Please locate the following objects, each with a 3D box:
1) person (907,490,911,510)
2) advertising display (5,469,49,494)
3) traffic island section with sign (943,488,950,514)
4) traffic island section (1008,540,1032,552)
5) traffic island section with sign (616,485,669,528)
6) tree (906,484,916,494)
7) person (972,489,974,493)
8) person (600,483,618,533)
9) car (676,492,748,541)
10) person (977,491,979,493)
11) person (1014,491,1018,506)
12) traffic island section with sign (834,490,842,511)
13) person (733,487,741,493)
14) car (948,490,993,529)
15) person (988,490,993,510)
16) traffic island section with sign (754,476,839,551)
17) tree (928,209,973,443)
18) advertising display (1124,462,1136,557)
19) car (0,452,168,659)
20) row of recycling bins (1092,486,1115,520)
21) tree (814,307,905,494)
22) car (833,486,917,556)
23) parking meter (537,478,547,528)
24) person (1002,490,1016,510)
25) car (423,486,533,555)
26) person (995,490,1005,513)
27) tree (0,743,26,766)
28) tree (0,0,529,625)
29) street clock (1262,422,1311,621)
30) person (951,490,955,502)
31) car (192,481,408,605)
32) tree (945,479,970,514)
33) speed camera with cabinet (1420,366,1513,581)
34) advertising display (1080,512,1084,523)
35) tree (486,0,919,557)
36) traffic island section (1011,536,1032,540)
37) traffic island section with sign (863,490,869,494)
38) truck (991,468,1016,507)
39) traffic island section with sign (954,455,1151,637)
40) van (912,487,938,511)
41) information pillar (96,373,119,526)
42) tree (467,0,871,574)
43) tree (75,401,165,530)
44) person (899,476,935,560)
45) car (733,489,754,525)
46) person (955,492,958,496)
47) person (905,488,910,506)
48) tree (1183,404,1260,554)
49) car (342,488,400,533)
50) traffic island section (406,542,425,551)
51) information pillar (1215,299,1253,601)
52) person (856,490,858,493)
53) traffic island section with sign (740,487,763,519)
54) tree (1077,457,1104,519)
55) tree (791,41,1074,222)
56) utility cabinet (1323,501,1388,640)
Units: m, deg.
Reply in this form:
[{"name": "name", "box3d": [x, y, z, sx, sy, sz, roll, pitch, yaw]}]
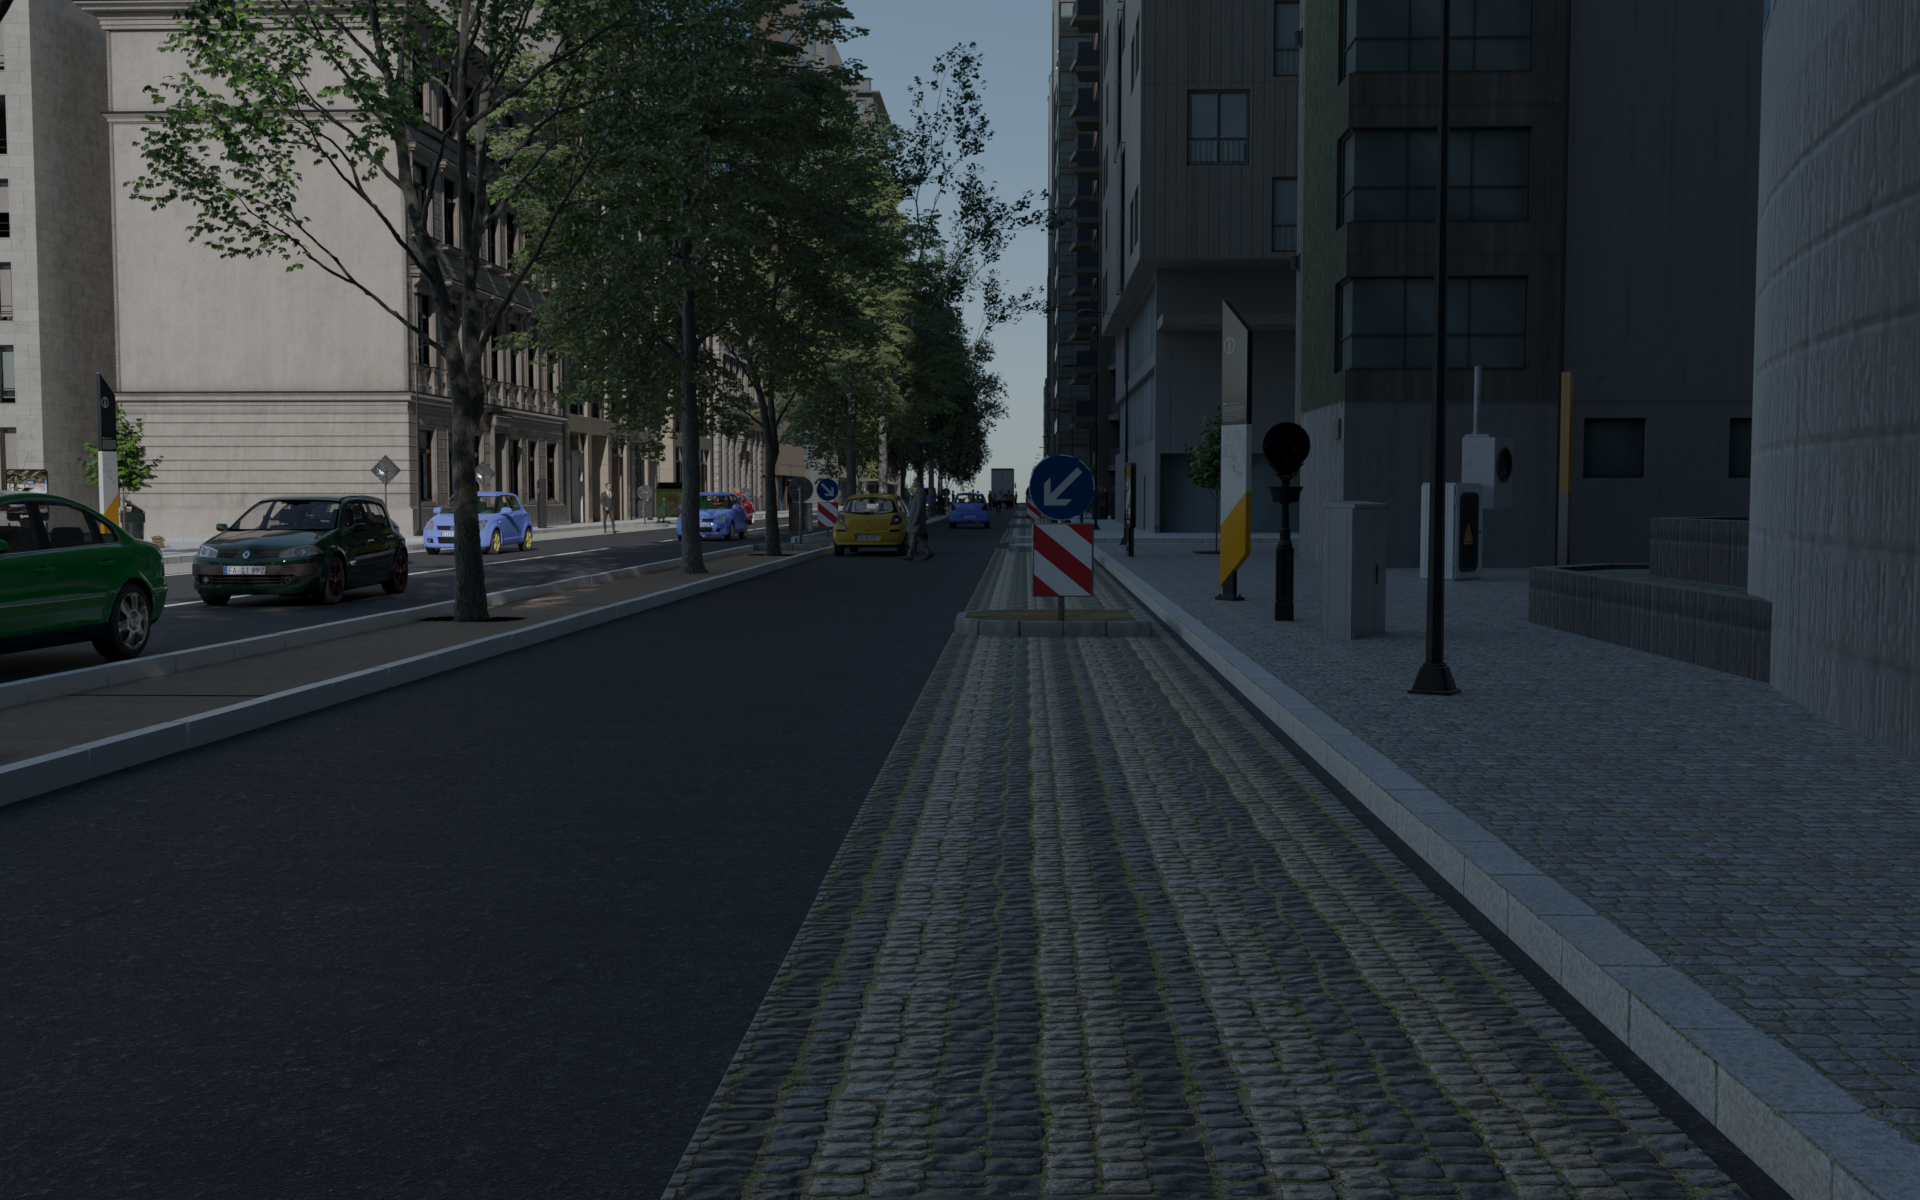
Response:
[{"name": "person", "box3d": [-3.952, -7.421, 130.504, 0.551, 1.740, 0.621, 1, 4, 16]}, {"name": "advertising display", "box3d": [-23.979, -2.405, 44.543, 0.974, 1.923, 0.123, -2, 4, -29]}, {"name": "traffic island section with sign", "box3d": [-1.064, -7.259, 126.818, 2.006, 1.907, 1.989, 0, 4, 2]}, {"name": "traffic island section", "box3d": [2.231, -1.319, 43.852, 2.009, 0.180, 2.903, 0, 4, 2]}, {"name": "traffic island section with sign", "box3d": [-13.626, -4.033, 74.569, 1.989, 1.847, 2.006, 0, 4, 2]}, {"name": "tree", "box3d": [-8.891, -17.922, 287.624, 1.663, 3.219, 1.824, 0, 3, 0]}, {"name": "person", "box3d": [1.031, -7.836, 136.621, 1.348, 1.824, 0.705, 0, 4, 1]}, {"name": "person", "box3d": [-12.792, -3.361, 63.229, 0.659, 1.850, 0.755, -3, 4, -38]}, {"name": "car", "box3d": [-7.720, -2.717, 54.011, 1.945, 1.707, 3.694, 0, 4, 3]}, {"name": "person", "box3d": [1.437, -8.477, 147.815, 0.721, 1.735, 1.217, 1, 4, 15]}, {"name": "person", "box3d": [6.979, -12.731, 216.590, 0.705, 1.831, 1.348, -1, 4, -18]}, {"name": "traffic island section with sign", "box3d": [-10.716, -8.763, 151.905, 1.989, 1.847, 2.006, 0, 4, 2]}, {"name": "person", "box3d": [-12.648, -5.478, 98.042, 0.580, 1.828, 0.573, 1, 4, 17]}, {"name": "car", "box3d": [0.431, -3.900, 73.362, 1.945, 1.707, 3.694, 0, 4, 2]}, {"name": "person", "box3d": [2.723, -8.902, 154.592, 0.434, 1.755, 0.990, 2, 4, 24]}, {"name": "traffic island section with sign", "box3d": [-4.163, -2.214, 44.330, 2.006, 1.907, 1.989, 0, 4, 2]}, {"name": "tree", "box3d": [-3.462, -8.289, 56.106, 7.486, 12.596, 7.792, 0, 3, 0]}, {"name": "advertising display", "box3d": [3.518, -1.870, 35.786, 0.123, 1.923, 0.974, 0, 4, -2]}, {"name": "car", "box3d": [-8.120, -0.301, 13.721, 1.959, 1.807, 4.718, 0, 4, 2]}, {"name": "row of recycling bins", "box3d": [8.370, -4.887, 87.012, 3.534, 1.692, 1.069, 1, 4, 13]}, {"name": "tree", "box3d": [-3.683, -6.705, 62.439, 4.737, 8.622, 4.395, 0, 3, 0]}, {"name": "car", "box3d": [-1.987, -1.923, 41.669, 2.015, 1.641, 3.980, 0, 4, 4]}, {"name": "parking meter", "box3d": [-15.635, -3.612, 64.762, 0.255, 1.863, 0.399, -2, 4, -31]}, {"name": "person", "box3d": [4.334, -8.925, 154.521, 1.348, 1.812, 0.705, -1, 4, -15]}, {"name": "car", "box3d": [-11.708, -1.990, 42.121, 1.945, 1.707, 3.694, 0, 4, 4]}, {"name": "person", "box3d": [3.029, -7.487, 131.857, 0.756, 1.711, 0.436, 0, 3, 0]}, {"name": "tree", "box3d": [-5.729, -4.933, 8.865, 9.928, 11.665, 9.643, 0, 3, 0]}, {"name": "tree", "box3d": [-5.599, -5.568, 19.248, 9.928, 11.665, 9.643, 0, 3, 0]}, {"name": "street clock", "box3d": [3.290, -0.792, 17.519, 0.471, 2.002, 0.358, 0, 4, 8]}, {"name": "person", "box3d": [-0.641, -9.706, 167.125, 0.705, 1.831, 1.348, 1, 4, 9]}, {"name": "car", "box3d": [-8.920, -0.848, 23.656, 2.009, 1.686, 4.222, 0, 4, 0]}, {"name": "tree", "box3d": [-0.906, -10.558, 125.437, 4.360, 8.622, 3.978, 0, 3, 0]}, {"name": "speed camera with cabinet", "box3d": [7.709, -1.952, 26.258, 0.660, 3.252, 2.038, 3, 5, 41]}, {"name": "advertising display", "box3d": [4.441, -3.547, 63.215, 0.123, 1.923, 0.974, 0, 3, 0]}, {"name": "tree", "box3d": [-4.419, -6.821, 39.740, 9.928, 11.665, 9.643, 0, 3, 0]}, {"name": "traffic island section", "box3d": [2.531, -1.807, 51.831, 2.009, 0.180, 2.903, 0, 4, 2]}, {"name": "traffic island section with sign", "box3d": [-9.691, -10.445, 179.399, 1.989, 1.847, 2.006, 0, 4, 2]}, {"name": "truck", "box3d": [4.798, -12.474, 192.864, 2.839, 4.237, 11.283, 0, 4, 2]}, {"name": "traffic island section with sign", "box3d": [0.948, -0.585, 18.185, 1.989, 1.847, 2.006, 0, 4, 2]}, {"name": "van", "box3d": [-2.847, -8.755, 147.526, 2.240, 2.365, 5.245, 0, 4, 2]}, {"name": "information pillar", "box3d": [-16.617, -2.594, 33.763, 0.183, 3.616, 0.504, 0, 4, 8]}, {"name": "tree", "box3d": [-4.720, -6.713, 30.334, 7.486, 12.596, 7.792, 0, 3, 0]}, {"name": "tree", "box3d": [-17.231, -2.526, 35.897, 1.663, 3.219, 1.824, 0, 3, 0]}, {"name": "person", "box3d": [-0.932, -1.764, 37.437, 0.767, 1.812, 0.694, 0, 4, -1]}, {"name": "car", "box3d": [-10.602, -4.306, 79.450, 2.155, 1.783, 4.494, 0, 4, 3]}, {"name": "person", "box3d": [-0.380, -16.753, 283.192, 1.217, 1.735, 0.721, 0, 4, 2]}, {"name": "person", "box3d": [-3.353, -5.930, 105.572, 0.709, 1.813, 0.853, 1, 4, 12]}, {"name": "tree", "box3d": [5.658, -2.610, 37.279, 1.663, 3.219, 1.824, 0, 3, 0]}, {"name": "car", "box3d": [-12.050, -1.418, 32.979, 2.009, 1.686, 4.222, 0, 4, 1]}, {"name": "traffic island section", "box3d": [-14.748, -1.358, 44.492, 2.009, 0.180, 2.903, 0, 4, 2]}, {"name": "information pillar", "box3d": [3.302, -1.798, 20.757, 0.183, 3.616, 0.504, -2, 4, -30]}, {"name": "person", "box3d": [-7.641, -7.361, 129.558, 1.217, 1.736, 0.721, 0, 4, -7]}, {"name": "traffic island section with sign", "box3d": [-12.612, -5.681, 101.505, 1.989, 1.847, 2.006, 0, 4, 2]}, {"name": "tree", "box3d": [6.446, -5.812, 89.622, 1.663, 3.219, 1.824, 0, 3, 0]}, {"name": "tree", "box3d": [-2.057, -13.053, 71.755, 12.611, 20.169, 13.585, 0, 3, 0]}, {"name": "utility cabinet", "box3d": [3.589, -0.277, 15.689, 0.306, 1.237, 1.020, 2, 4, 30]}]
